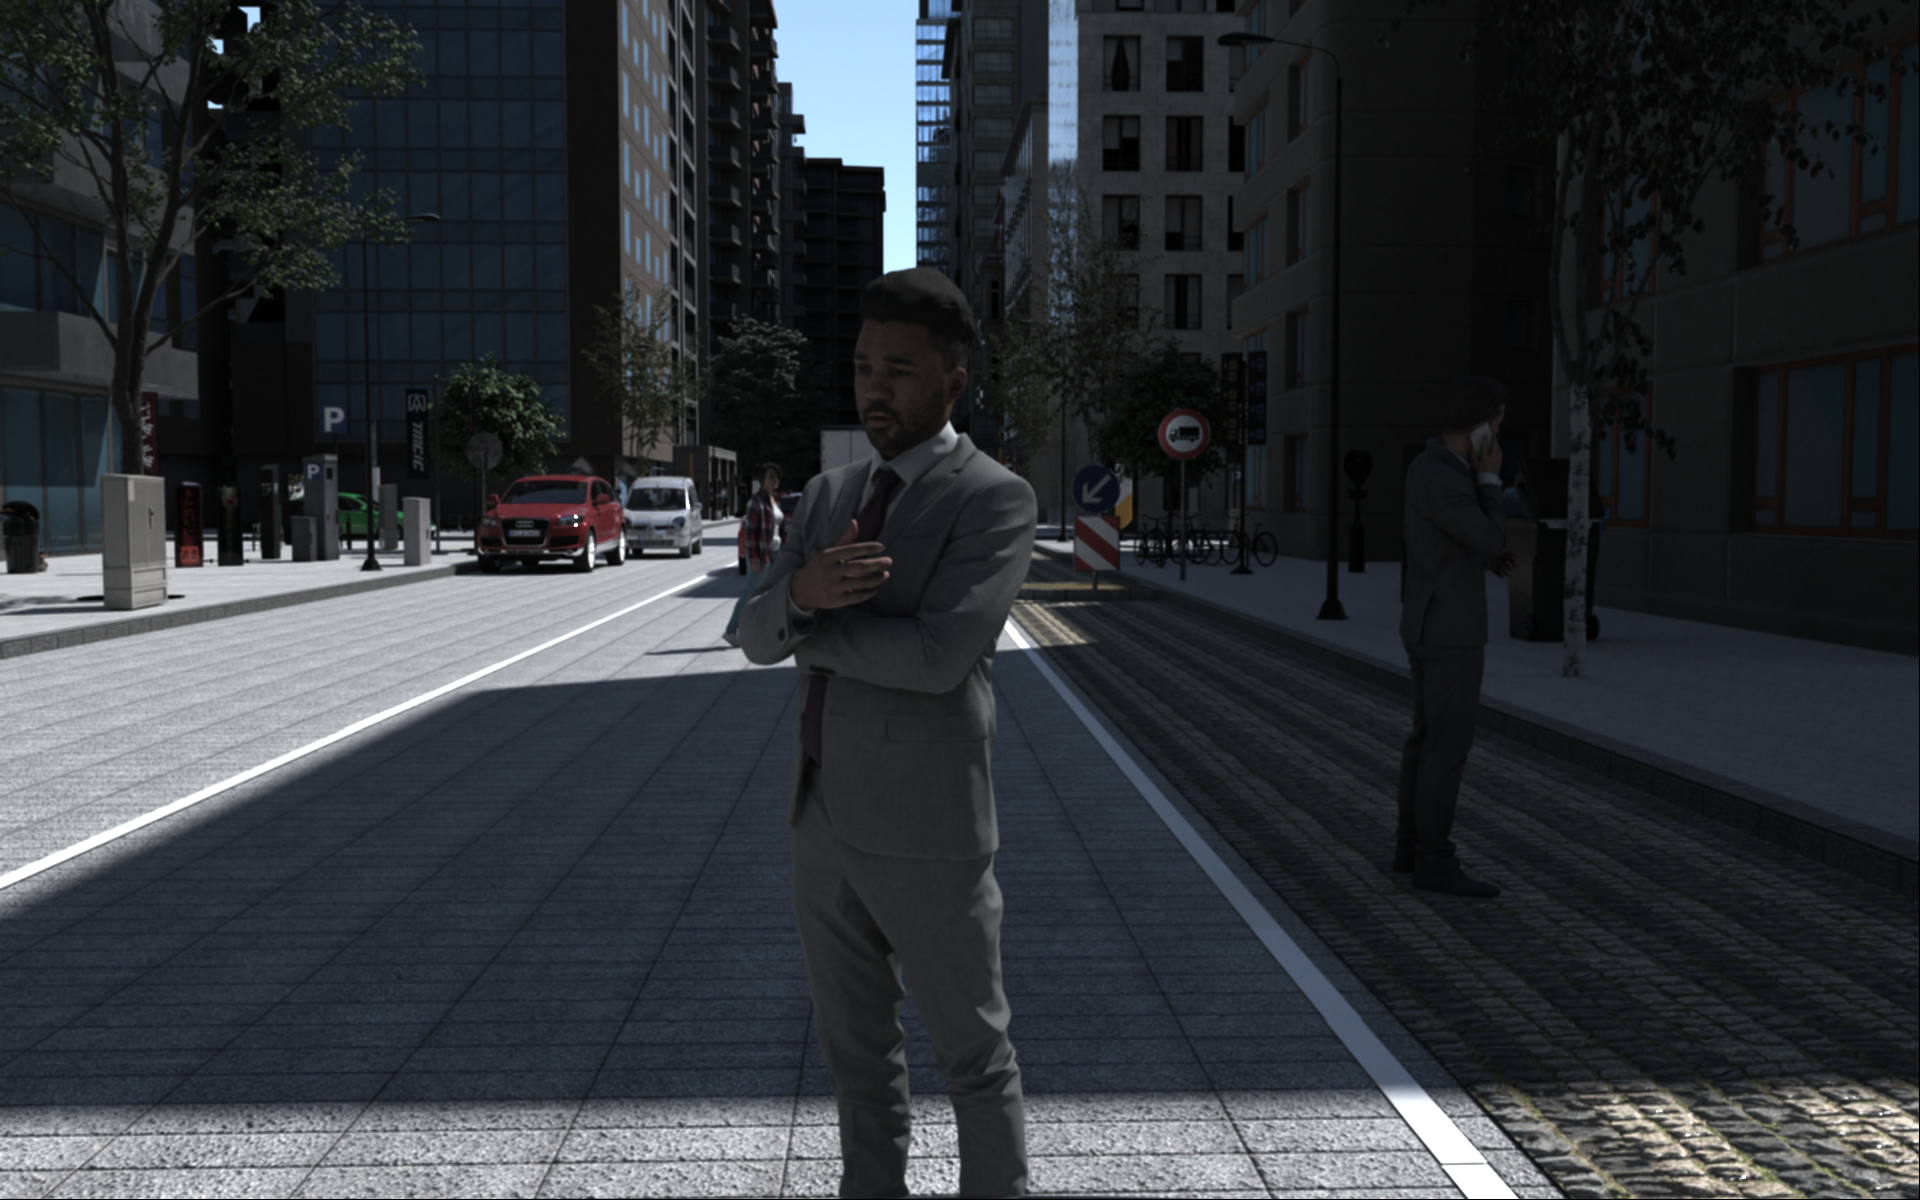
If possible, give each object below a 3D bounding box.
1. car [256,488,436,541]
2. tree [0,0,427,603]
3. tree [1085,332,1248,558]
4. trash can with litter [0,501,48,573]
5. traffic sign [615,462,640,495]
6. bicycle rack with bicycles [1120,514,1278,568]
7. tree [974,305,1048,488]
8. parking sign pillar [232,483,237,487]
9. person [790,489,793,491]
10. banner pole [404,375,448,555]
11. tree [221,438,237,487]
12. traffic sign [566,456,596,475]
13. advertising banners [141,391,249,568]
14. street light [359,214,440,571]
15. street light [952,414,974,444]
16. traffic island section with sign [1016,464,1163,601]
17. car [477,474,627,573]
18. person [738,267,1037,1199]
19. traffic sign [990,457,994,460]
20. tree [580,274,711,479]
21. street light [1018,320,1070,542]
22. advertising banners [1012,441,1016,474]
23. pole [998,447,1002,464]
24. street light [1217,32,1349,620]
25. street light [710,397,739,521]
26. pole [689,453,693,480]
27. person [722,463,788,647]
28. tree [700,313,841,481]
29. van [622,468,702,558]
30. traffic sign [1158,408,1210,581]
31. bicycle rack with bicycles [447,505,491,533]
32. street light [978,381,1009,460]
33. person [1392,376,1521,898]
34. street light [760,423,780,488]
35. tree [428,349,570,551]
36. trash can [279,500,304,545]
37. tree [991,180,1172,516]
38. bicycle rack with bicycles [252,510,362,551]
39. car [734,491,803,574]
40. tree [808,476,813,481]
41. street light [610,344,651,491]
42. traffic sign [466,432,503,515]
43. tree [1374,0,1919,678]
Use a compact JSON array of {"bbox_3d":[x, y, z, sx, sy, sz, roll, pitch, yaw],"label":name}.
[{"bbox_3d":[-17.057,-2.415,48.285,4.718,1.807,1.959,0,4,-2],"label":"car"},{"bbox_3d":[-9.943,-5.805,20.661,9.928,11.665,9.643,0,3,0],"label":"tree"},{"bbox_3d":[4.356,-3.154,35.288,4.285,4.588,4.351,0,3,0],"label":"tree"},{"bbox_3d":[-15.266,-1.028,28.195,0.624,1.170,1.055,-1,4,-14],"label":"trash can with litter"},{"bbox_3d":[-10.366,-3.082,54.030,0.795,2.450,0.064,0,4,-2],"label":"traffic sign"},{"bbox_3d":[3.971,-1.091,31.214,2.852,0.926,2.925,-2,4,-23],"label":"bicycle rack with bicycles"},{"bbox_3d":[2.685,-7.205,68.162,4.737,8.622,4.395,0,3,0],"label":"tree"},{"bbox_3d":[-49.858,-8.006,119.378,1.447,3.967,1.447,0,4,8],"label":"parking sign pillar"},{"bbox_3d":[-11.753,-6.876,121.113,0.537,1.800,0.526,1,4,11],"label":"person"},{"bbox_3d":[-11.216,-2.835,36.362,0.863,3.779,0.401,-3,4,-36],"label":"banner pole"},{"bbox_3d":[-36.563,-6.223,85.454,4.285,4.588,4.351,0,3,0],"label":"tree"},{"bbox_3d":[-10.066,-2.594,46.051,0.795,2.450,0.064,0,4,-2],"label":"traffic sign"},{"bbox_3d":[-13.454,-2.081,30.211,0.090,3.025,2.074,3,5,40],"label":"advertising banners"},{"bbox_3d":[-9.328,-3.445,28.865,1.470,5.913,1.316,0,4,-2],"label":"street light"},{"bbox_3d":[0.258,-7.838,100.693,1.470,5.913,1.316,0,4,-2],"label":"street light"},{"bbox_3d":[1.691,-0.940,23.998,1.989,1.847,2.006,0,4,-2],"label":"traffic island section with sign"},{"bbox_3d":[-7.749,-1.503,33.240,2.281,1.827,5.304,0,4,-1],"label":"car"},{"bbox_3d":[-0.135,0.356,2.866,0.511,1.800,0.466,2,4,26],"label":"person"},{"bbox_3d":[0.821,-2.617,46.437,0.795,2.450,0.064,0,4,-2],"label":"traffic sign"},{"bbox_3d":[-10.771,-6.647,59.034,4.737,8.622,4.395,0,3,0],"label":"tree"},{"bbox_3d":[2.243,-4.520,46.440,1.470,5.913,1.316,0,4,-2],"label":"street light"},{"bbox_3d":[1.962,-3.714,56.909,0.090,3.025,2.074,-1,4,-12],"label":"advertising banners"},{"bbox_3d":[1.767,-5.013,75.811,0.158,3.312,0.155,0,3,0],"label":"pole"},{"bbox_3d":[3.282,-2.756,17.603,1.470,5.913,1.316,0,4,-2],"label":"street light"},{"bbox_3d":[-11.290,-6.767,83.183,1.470,5.913,1.316,0,4,-2],"label":"street light"},{"bbox_3d":[-13.265,-5.605,85.482,0.158,3.312,0.155,0,3,0],"label":"pole"},{"bbox_3d":[-1.875,-0.425,16.284,0.643,1.720,0.563,1,4,21],"label":"person"},{"bbox_3d":[-13.592,-13.216,122.738,9.857,13.997,8.962,0,3,0],"label":"tree"},{"bbox_3d":[-6.904,-2.011,39.894,2.013,2.044,4.112,0,4,-4],"label":"van"},{"bbox_3d":[3.310,-1.562,25.642,0.768,2.556,0.104,0,4,2],"label":"traffic sign"},{"bbox_3d":[-15.872,-2.728,57.981,2.925,0.926,2.852,2,4,29],"label":"bicycle rack with bicycles"},{"bbox_3d":[1.449,-6.024,71.038,1.470,5.913,1.316,0,4,-2],"label":"street light"},{"bbox_3d":[1.820,0.123,6.299,0.447,1.846,0.655,0,4,1],"label":"person"},{"bbox_3d":[-12.404,-8.570,112.666,1.470,5.913,1.316,0,4,-2],"label":"street light"},{"bbox_3d":[-10.618,-3.406,39.405,4.285,4.588,4.351,0,3,0],"label":"tree"},{"bbox_3d":[-16.813,-1.962,43.735,0.748,1.137,0.748,0,3,0],"label":"trash can"},{"bbox_3d":[3.063,-5.500,40.284,4.360,8.622,3.978,0,3,0],"label":"tree"},{"bbox_3d":[-15.138,-1.630,40.032,2.852,0.926,2.925,-1,4,-16],"label":"bicycle rack with bicycles"},{"bbox_3d":[-3.175,-1.434,32.484,2.155,1.783,4.494,0,4,-4],"label":"car"},{"bbox_3d":[-15.879,-11.707,186.015,1.663,3.219,1.824,0,3,0],"label":"tree"},{"bbox_3d":[-10.279,-4.973,53.851,1.470,5.913,1.316,0,4,-2],"label":"street light"},{"bbox_3d":[-9.791,-2.174,35.648,0.768,2.556,0.104,0,4,2],"label":"traffic sign"},{"bbox_3d":[4.546,-3.760,11.845,4.360,8.622,3.978,0,3,0],"label":"tree"}]
